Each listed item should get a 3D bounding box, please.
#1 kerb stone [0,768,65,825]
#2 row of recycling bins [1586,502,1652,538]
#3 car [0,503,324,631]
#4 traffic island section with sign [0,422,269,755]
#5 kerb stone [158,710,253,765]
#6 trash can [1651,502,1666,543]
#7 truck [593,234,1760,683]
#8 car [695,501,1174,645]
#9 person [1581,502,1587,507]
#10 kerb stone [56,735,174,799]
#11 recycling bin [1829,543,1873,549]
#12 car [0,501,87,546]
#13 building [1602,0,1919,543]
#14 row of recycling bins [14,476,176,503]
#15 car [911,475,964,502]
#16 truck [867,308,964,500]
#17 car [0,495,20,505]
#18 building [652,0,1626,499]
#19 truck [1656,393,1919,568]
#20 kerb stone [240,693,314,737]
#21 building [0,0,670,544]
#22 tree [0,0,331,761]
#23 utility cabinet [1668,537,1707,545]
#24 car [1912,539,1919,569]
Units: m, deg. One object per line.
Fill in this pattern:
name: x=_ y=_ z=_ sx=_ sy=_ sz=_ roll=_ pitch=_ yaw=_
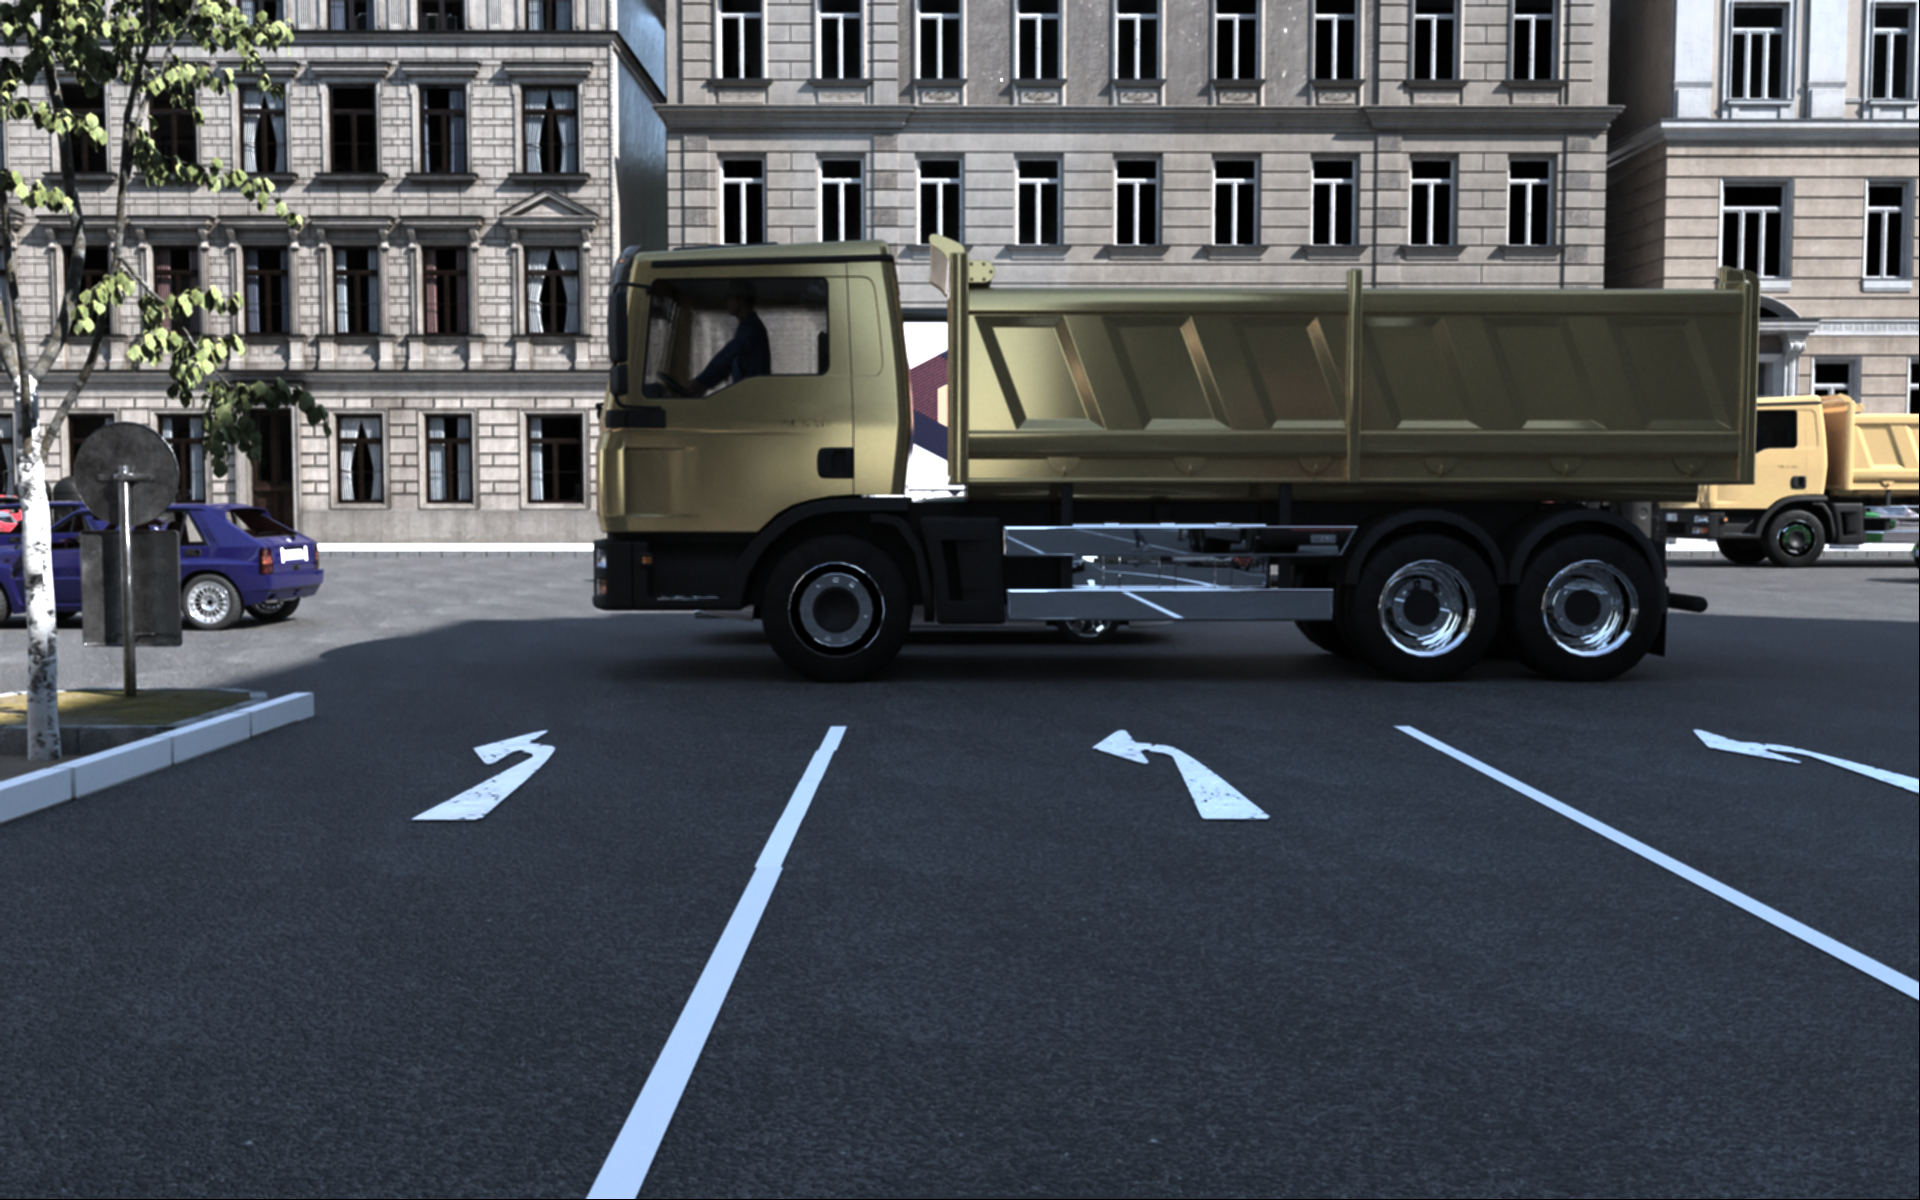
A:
kerb stone: x=-4.216 y=0.892 z=7.604 sx=0.120 sy=0.150 sz=1.000 roll=0 pitch=4 yaw=0
row of recycling bins: x=14.787 y=-2.120 z=41.768 sx=3.534 sy=1.692 sz=1.069 roll=1 pitch=4 yaw=14
car: x=-9.156 y=-0.392 z=18.991 sx=3.894 sy=1.354 sz=1.945 roll=0 pitch=4 yaw=1
traffic island section with sign: x=-5.273 y=-0.137 z=10.384 sx=2.006 sy=1.907 sz=1.989 roll=0 pitch=4 yaw=0
kerb stone: x=-4.220 y=0.767 z=9.656 sx=0.120 sy=0.150 sz=1.000 roll=0 pitch=4 yaw=0
trash can: x=17.120 y=-1.902 z=42.749 sx=0.748 sy=1.137 sz=0.748 roll=0 pitch=3 yaw=0
truck: x=1.161 y=-1.121 z=14.255 sx=9.791 sy=3.379 sz=3.469 roll=0 pitch=4 yaw=-1
car: x=-0.255 y=-0.303 z=17.312 sx=4.827 sy=1.381 sz=2.083 roll=0 pitch=4 yaw=-1
person: x=11.521 y=-1.439 z=32.455 sx=0.534 sy=1.772 sz=0.576 roll=-1 pitch=4 yaw=-13
kerb stone: x=-4.215 y=0.830 z=8.630 sx=0.120 sy=0.150 sz=1.000 roll=0 pitch=4 yaw=0
recycling bin: x=20.910 y=-1.717 z=40.633 sx=0.722 sy=1.027 sz=0.722 roll=-3 pitch=4 yaw=-38
car: x=-13.546 y=-0.780 z=25.332 sx=3.894 sy=1.354 sz=1.945 roll=0 pitch=4 yaw=1
building: x=27.989 y=-16.211 z=50.960 sx=20.117 sy=28.700 sz=13.634 roll=0 pitch=4 yaw=0
row of recycling bins: x=-20.009 y=-2.018 z=40.104 sx=3.534 sy=1.692 sz=1.069 roll=-1 pitch=4 yaw=-9
car: x=0.982 y=-0.692 z=21.094 sx=4.222 sy=1.686 sz=2.009 roll=0 pitch=4 yaw=1
truck: x=4.156 y=-2.356 z=27.434 sx=11.283 sy=4.237 sz=2.839 roll=0 pitch=4 yaw=-2
car: x=-21.775 y=-1.686 z=36.602 sx=4.494 sy=1.783 sz=2.155 roll=0 pitch=4 yaw=0
building: x=4.529 y=-15.446 z=49.800 sx=25.104 sy=27.353 sz=12.463 roll=0 pitch=4 yaw=0
truck: x=18.364 y=-2.371 z=34.684 sx=9.791 sy=3.379 sz=3.469 roll=0 pitch=4 yaw=1
kerb stone: x=-4.233 y=0.704 z=10.693 sx=0.120 sy=0.150 sz=1.000 roll=0 pitch=4 yaw=0
building: x=-17.844 y=-11.266 z=48.821 sx=19.286 sy=19.102 sz=10.561 roll=0 pitch=4 yaw=0
tree: x=-4.882 y=-3.425 z=8.818 sx=4.737 sy=8.622 sz=4.395 roll=0 pitch=3 yaw=0
utility cabinet: x=18.572 y=-2.020 z=44.182 sx=1.020 sy=1.237 sz=0.306 roll=-1 pitch=4 yaw=-20
car: x=17.948 y=-1.174 z=27.984 sx=4.718 sy=1.807 sz=1.959 roll=0 pitch=4 yaw=1
